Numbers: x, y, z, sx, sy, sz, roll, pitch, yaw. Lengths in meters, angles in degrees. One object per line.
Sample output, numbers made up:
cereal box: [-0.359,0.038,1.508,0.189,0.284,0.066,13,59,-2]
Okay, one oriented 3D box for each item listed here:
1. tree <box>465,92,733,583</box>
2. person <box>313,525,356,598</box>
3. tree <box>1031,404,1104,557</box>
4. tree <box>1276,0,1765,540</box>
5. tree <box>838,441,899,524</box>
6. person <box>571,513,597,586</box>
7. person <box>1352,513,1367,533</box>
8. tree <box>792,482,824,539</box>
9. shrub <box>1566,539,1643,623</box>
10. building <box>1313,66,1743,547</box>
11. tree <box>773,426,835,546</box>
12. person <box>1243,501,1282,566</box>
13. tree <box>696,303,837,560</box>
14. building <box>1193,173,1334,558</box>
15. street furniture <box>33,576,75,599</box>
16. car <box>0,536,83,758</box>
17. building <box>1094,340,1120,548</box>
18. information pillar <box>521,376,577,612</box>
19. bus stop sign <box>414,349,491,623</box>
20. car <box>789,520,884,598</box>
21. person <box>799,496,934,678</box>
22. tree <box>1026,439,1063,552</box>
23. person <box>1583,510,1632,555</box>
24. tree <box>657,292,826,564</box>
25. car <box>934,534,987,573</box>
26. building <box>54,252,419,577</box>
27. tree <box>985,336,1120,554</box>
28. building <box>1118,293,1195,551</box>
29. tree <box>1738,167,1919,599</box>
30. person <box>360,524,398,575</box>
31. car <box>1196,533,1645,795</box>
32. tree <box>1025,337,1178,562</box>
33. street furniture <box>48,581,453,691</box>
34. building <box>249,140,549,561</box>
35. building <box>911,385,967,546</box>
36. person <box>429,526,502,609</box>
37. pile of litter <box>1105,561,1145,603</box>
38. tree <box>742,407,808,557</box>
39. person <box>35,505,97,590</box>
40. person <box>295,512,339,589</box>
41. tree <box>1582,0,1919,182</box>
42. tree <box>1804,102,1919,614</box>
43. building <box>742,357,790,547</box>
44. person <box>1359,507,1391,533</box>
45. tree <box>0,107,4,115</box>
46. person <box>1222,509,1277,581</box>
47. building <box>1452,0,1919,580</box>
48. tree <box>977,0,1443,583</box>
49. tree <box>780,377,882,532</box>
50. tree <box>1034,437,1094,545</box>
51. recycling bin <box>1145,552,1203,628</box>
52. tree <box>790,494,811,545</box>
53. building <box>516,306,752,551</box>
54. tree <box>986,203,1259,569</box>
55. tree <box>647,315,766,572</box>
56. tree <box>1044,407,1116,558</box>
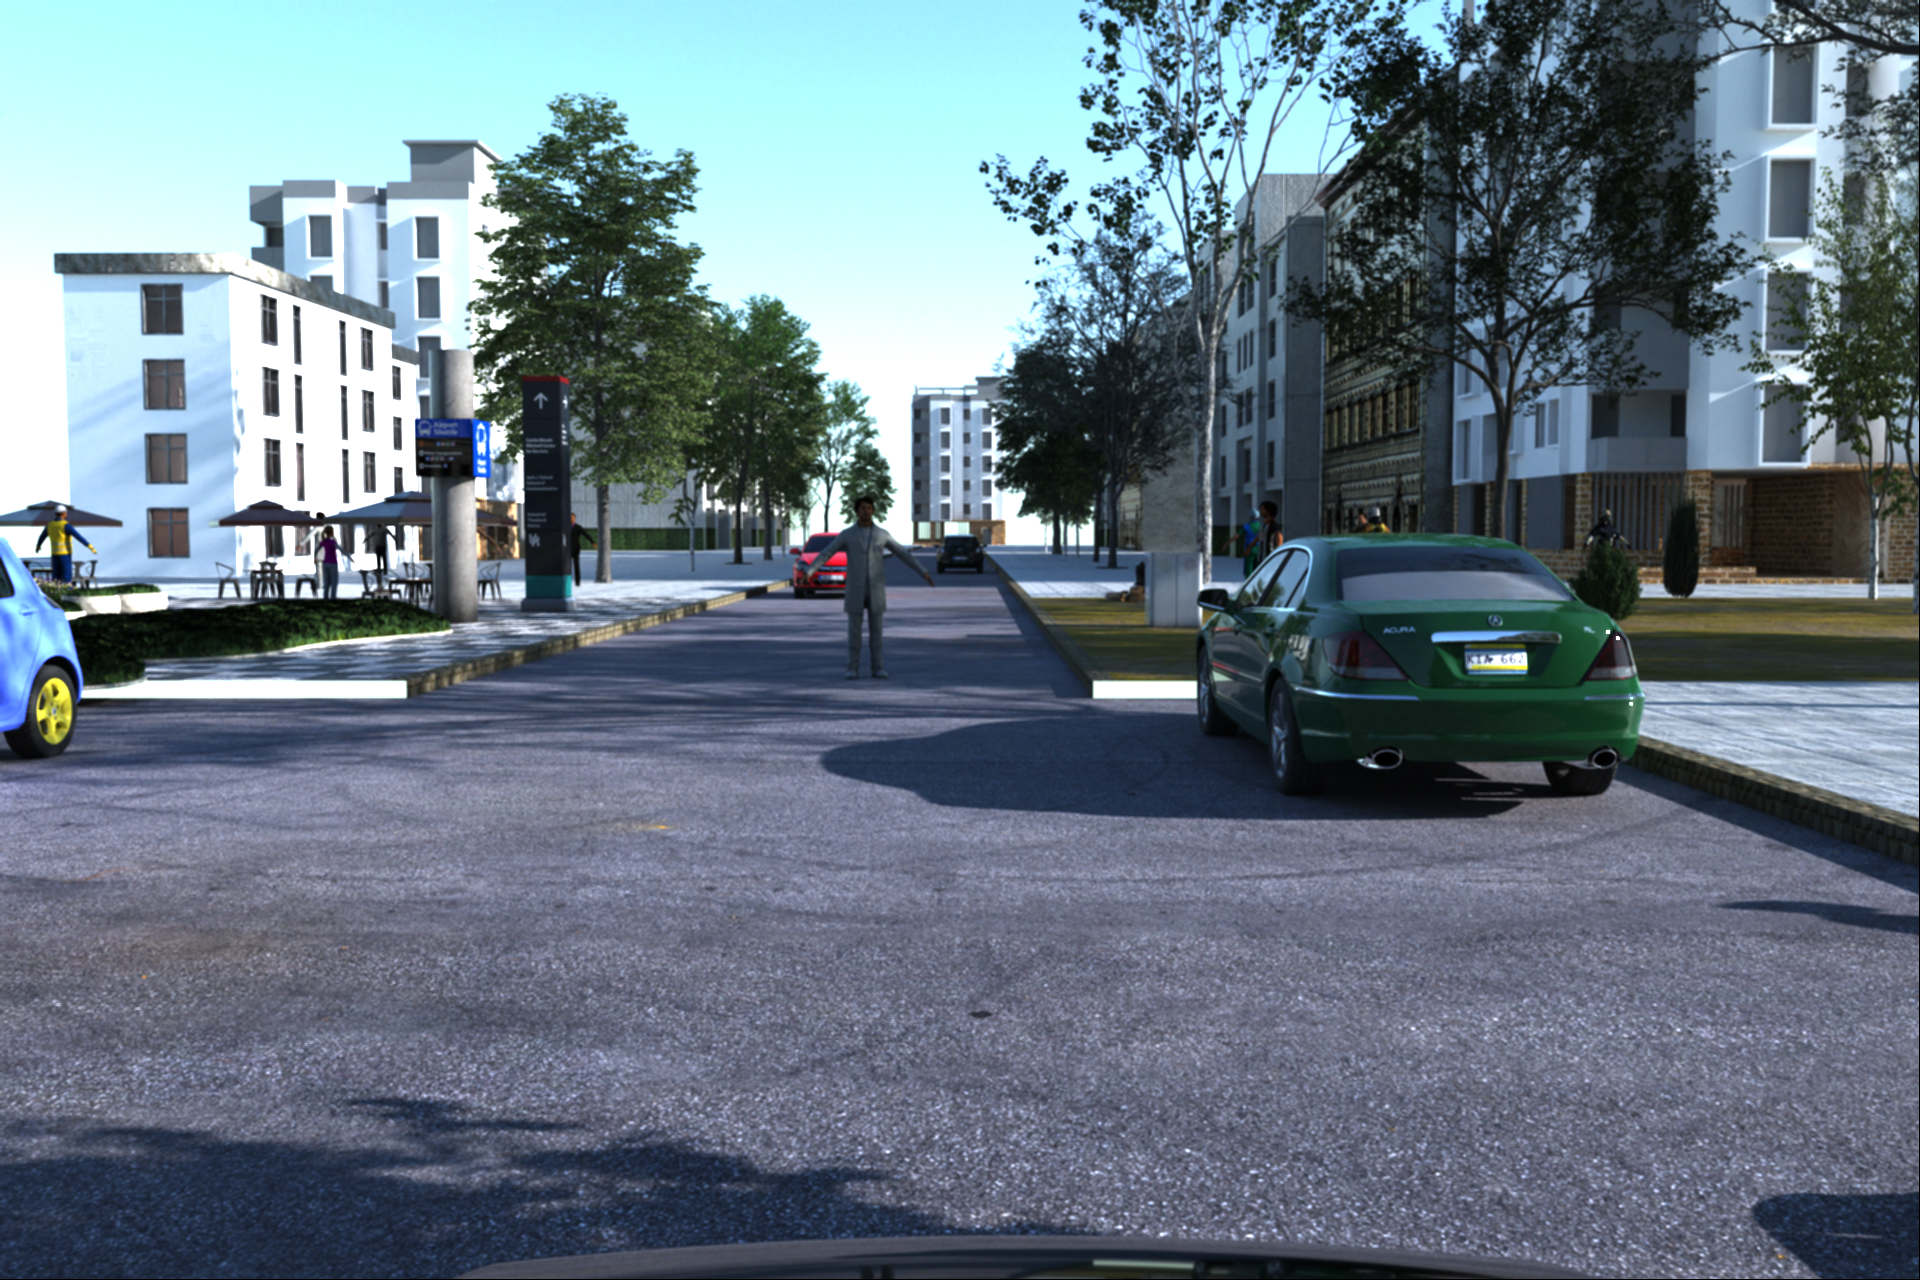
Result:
tree: [-9.693,-7.797,45.607,7.486,12.596,7.792,0,3,0]
person: [-10.709,-1.244,29.600,0.991,1.433,0.599,2,4,28]
tree: [6.221,-9.024,97.911,4.737,8.622,4.395,0,3,0]
tree: [8.469,-5.606,26.078,7.601,10.594,8.767,-1,4,-10]
tree: [-11.206,-17.975,212.013,7.486,12.596,7.792,0,3,0]
person: [-9.603,-2.240,42.856,1.346,1.802,0.704,1,4,10]
person: [10.005,-2.265,43.176,0.704,1.812,1.346,-2,4,-29]
tree: [-18.412,-16.075,213.186,4.360,8.622,3.978,0,3,0]
shrub: [9.125,-0.819,24.504,1.383,1.207,1.383,0,3,0]
building: [25.442,-14.538,68.620,19.493,23.208,18.063,0,4,1]
tree: [-9.147,-9.419,104.357,4.360,8.622,3.978,0,3,0]
person: [5.017,-1.363,28.436,0.704,1.843,1.345,-1,4,-14]
tree: [-9.683,-10.201,84.905,7.486,12.596,7.792,0,3,0]
building: [23.119,-13.897,93.669,16.747,18.905,31.486,0,4,0]
street furniture: [-16.759,-1.191,26.322,11.010,1.723,9.812,-3,5,-40]
car: [-6.642,-0.015,9.837,1.945,1.707,3.694,0,3,0]
building: [22.355,-18.346,166.420,16.747,18.905,31.486,0,4,0]
information pillar: [-6.835,-2.405,28.696,0.750,3.857,0.750,0,4,0]
bus stop sign: [-7.316,-2.202,25.027,0.837,3.901,0.837,0,4,2]
car: [-2.815,-1.893,39.999,2.155,1.783,4.494,0,3,0]
person: [-0.940,-0.527,17.260,1.347,1.806,0.705,-1,4,-11]
tree: [5.837,-10.497,121.987,4.360,8.622,3.978,0,3,0]
person: [15.444,-2.181,41.438,1.354,1.856,0.705,-1,4,-18]
tree: [-9.331,-9.051,73.739,9.928,11.665,9.643,0,3,0]
car: [0.019,-3.358,64.695,2.009,1.686,4.222,0,4,1]
building: [-25.949,-7.569,65.898,9.099,9.664,28.070,0,4,1]
tree: [6.192,-12.448,110.176,9.857,13.997,8.962,0,3,0]
building: [22.690,-18.718,136.960,19.493,23.208,18.063,0,3,0]
tree: [17.753,-5.104,33.819,4.737,8.622,4.395,0,3,0]
person: [-18.218,-2.955,54.450,1.348,1.813,0.705,1,4,16]
car: [2.650,0.052,10.952,2.131,1.459,4.920,0,4,-1]
tree: [6.616,-8.886,79.692,7.601,10.594,8.767,-1,4,-16]
street furniture: [-9.344,-0.196,18.831,5.734,0.657,10.072,0,4,7]
building: [-28.030,-13.954,84.573,16.016,20.090,11.380,0,4,0]
building: [-5.677,-21.608,212.168,11.380,20.090,16.016,0,4,4]
person: [-8.447,-1.395,29.615,1.217,1.733,0.721,-1,4,-10]
pile of litter: [3.347,-1.166,33.034,1.176,0.858,1.719,0,4,0]
tree: [-9.854,-8.816,94.509,4.737,8.622,4.395,0,3,0]
person: [-17.121,-1.657,33.056,1.349,1.833,0.705,1,4,14]
person: [-14.977,-2.101,40.536,0.705,1.806,1.347,2,4,23]
tree: [9.232,-6.223,12.119,12.009,13.543,11.850,0,3,0]
tree: [15.256,-4.736,27.789,4.360,8.622,3.978,0,3,0]
building: [-27.919,-19.323,182.390,16.747,18.905,31.486,0,4,0]
person: [8.683,-1.878,36.468,1.354,1.858,0.705,-2,4,-24]
tree: [-12.221,-4.835,13.465,8.767,10.594,7.601,-2,4,-30]
person: [6.377,-1.930,37.674,1.347,1.817,0.704,0,4,-6]
building: [21.784,-12.256,56.803,16.016,20.090,11.380,0,4,0]
tree: [6.917,-11.627,45.987,12.611,20.169,13.585,0,3,0]
tree: [-8.754,-11.536,114.362,9.928,11.665,9.643,0,3,0]
tree: [12.945,-18.603,210.814,9.857,13.997,8.962,0,3,0]
recycling bin: [2.949,-0.697,23.957,0.722,1.027,0.722,0,4,0]
tree: [-19.496,-15.688,206.861,4.360,8.622,3.978,0,3,0]
building: [-28.364,-17.340,149.962,16.747,18.905,31.486,0,3,0]
tree: [5.820,-9.410,64.229,12.009,13.543,11.850,0,3,0]
tree: [-9.036,-6.664,59.314,4.737,8.622,4.395,0,3,0]
tree: [6.237,-8.577,90.592,4.737,8.622,4.395,0,3,0]
